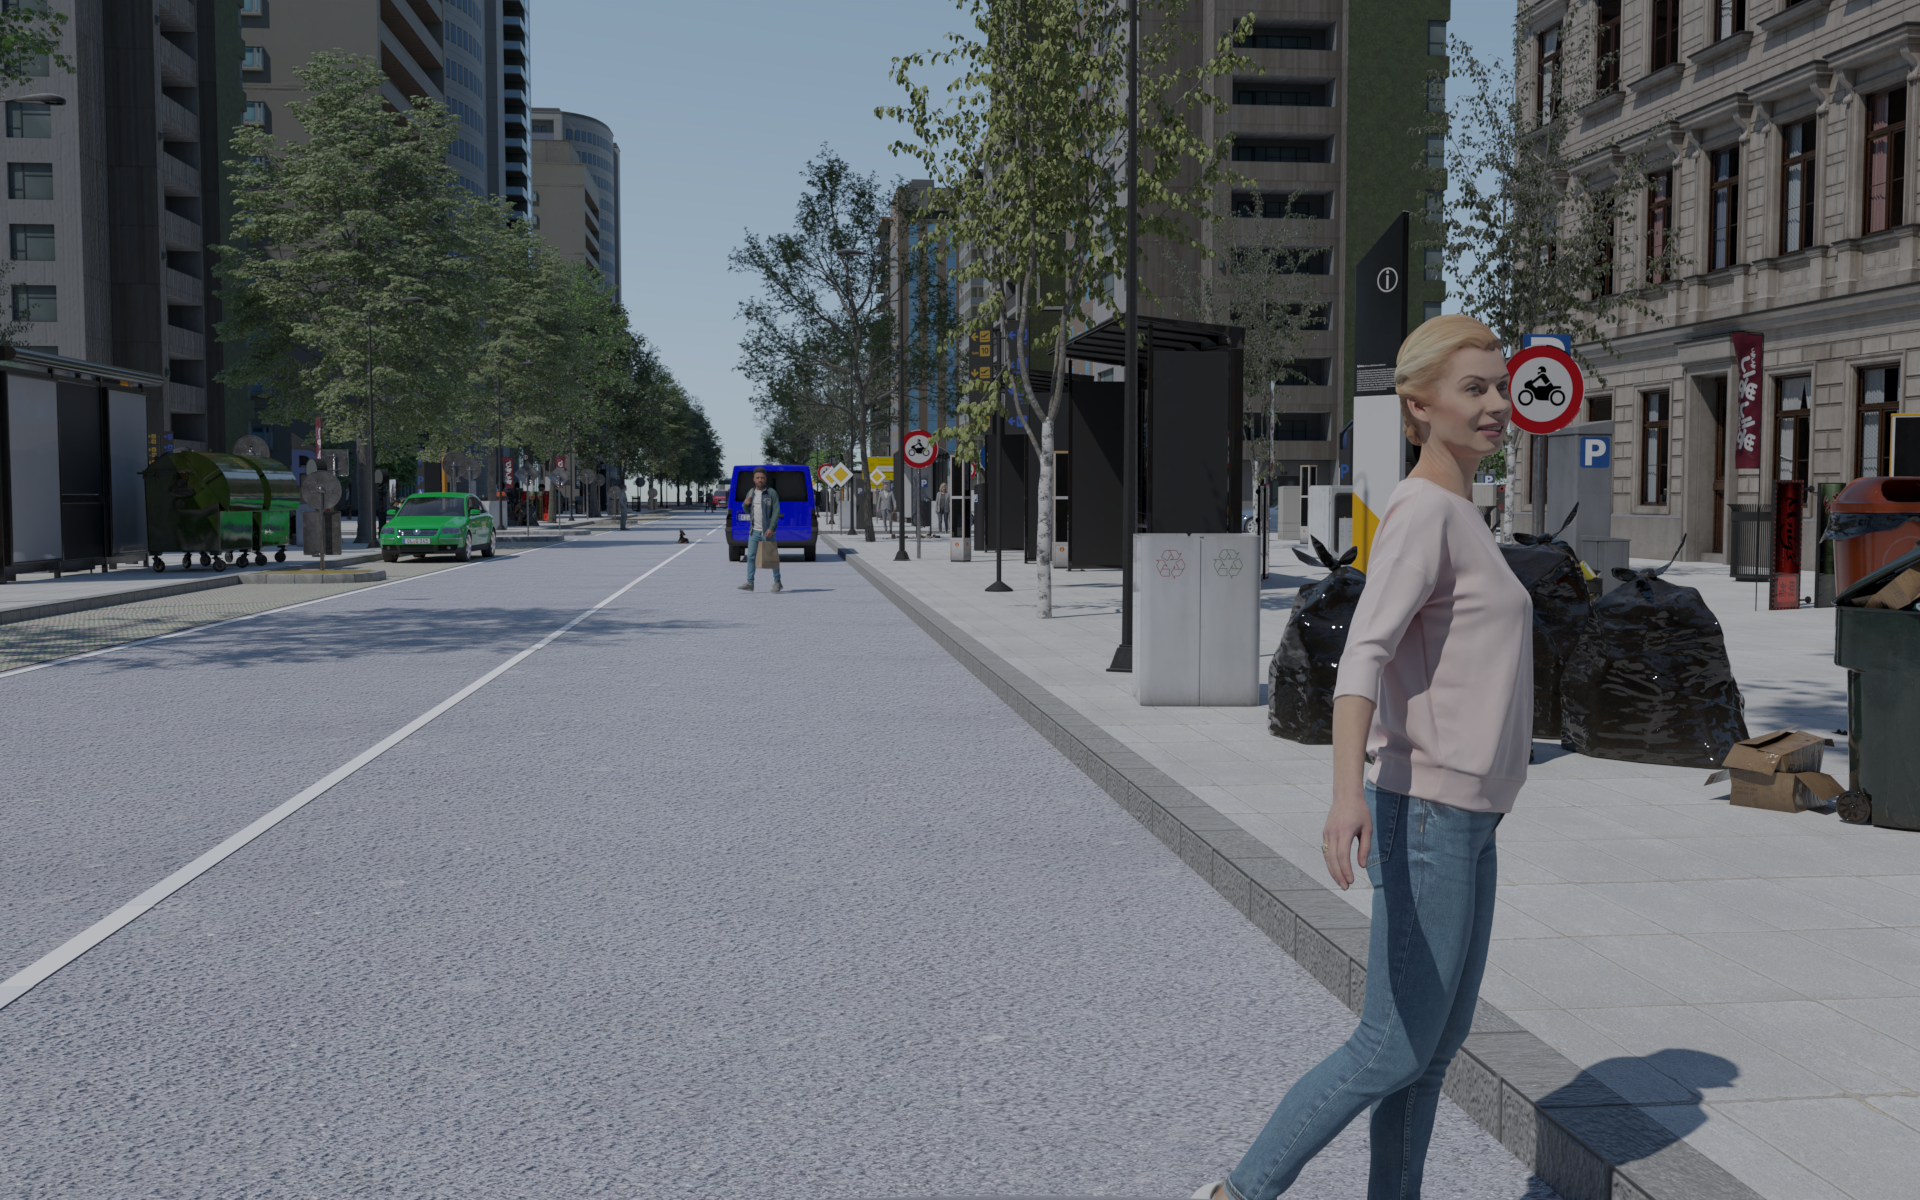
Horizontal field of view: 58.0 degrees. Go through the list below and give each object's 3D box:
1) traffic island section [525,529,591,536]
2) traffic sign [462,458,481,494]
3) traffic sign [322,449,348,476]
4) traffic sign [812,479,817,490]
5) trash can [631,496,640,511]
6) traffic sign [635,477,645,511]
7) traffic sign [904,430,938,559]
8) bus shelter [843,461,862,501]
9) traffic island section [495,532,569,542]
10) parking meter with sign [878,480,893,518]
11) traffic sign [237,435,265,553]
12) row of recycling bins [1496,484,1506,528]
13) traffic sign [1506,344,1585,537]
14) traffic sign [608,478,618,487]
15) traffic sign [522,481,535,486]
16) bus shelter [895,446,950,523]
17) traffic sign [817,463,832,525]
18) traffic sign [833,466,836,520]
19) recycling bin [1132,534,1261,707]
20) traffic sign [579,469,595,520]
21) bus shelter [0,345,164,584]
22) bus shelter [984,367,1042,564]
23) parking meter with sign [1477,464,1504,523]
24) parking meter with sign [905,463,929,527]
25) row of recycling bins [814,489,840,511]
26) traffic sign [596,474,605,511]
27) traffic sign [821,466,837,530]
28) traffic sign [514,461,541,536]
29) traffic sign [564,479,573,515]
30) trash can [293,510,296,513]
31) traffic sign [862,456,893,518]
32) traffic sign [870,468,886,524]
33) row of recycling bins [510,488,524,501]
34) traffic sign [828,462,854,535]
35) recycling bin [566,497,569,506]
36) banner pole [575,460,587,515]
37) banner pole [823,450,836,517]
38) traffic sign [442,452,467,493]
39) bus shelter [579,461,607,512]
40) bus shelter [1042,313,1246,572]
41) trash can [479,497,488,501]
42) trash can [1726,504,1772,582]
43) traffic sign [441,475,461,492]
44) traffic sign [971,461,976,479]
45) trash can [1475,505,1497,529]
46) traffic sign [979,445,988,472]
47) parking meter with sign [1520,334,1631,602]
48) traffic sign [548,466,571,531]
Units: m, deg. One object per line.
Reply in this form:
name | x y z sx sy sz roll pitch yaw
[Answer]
traffic island section | -14.091 -2.361 60.883 2.009 0.180 2.903 0 4 -6
traffic sign | -17.313 -3.738 61.215 0.768 2.556 0.104 0 4 0
traffic sign | -14.308 -2.296 39.670 0.606 2.300 0.079 0 4 2
traffic sign | -9.649 -6.908 114.129 0.795 2.450 0.064 0 4 3
trash can | -24.367 -7.252 130.228 0.748 1.137 0.748 0 3 0
traffic sign | -23.872 -7.903 129.314 0.768 2.556 0.104 0 4 -3
traffic sign | -0.816 -2.094 34.336 0.768 2.556 0.104 0 4 -5
bus shelter | -6.513 -7.081 109.697 2.014 3.302 5.546 0 4 -6
traffic island section | -13.220 -1.876 52.945 2.009 0.180 2.903 0 4 -6
parking meter with sign | -3.746 -5.836 91.674 0.543 3.016 1.738 -3 4 -38
traffic sign | -15.366 -2.292 37.576 0.768 2.556 0.104 0 4 -4
row of recycling bins | 20.631 -3.631 66.473 1.069 1.692 3.534 -3 5 -39
traffic sign | 4.941 -0.900 14.827 0.768 2.556 0.104 0 4 -6
traffic sign | -27.064 -8.257 135.104 0.768 2.556 0.104 0 4 1
traffic sign | -21.604 -5.176 86.762 0.606 2.300 0.079 0 4 -4
bus shelter | -1.541 -4.871 73.569 2.014 3.302 5.546 0 4 -6
traffic sign | -5.552 -4.411 72.220 0.768 2.556 0.104 0 4 3
traffic sign | -5.684 -4.732 77.476 0.768 2.556 0.104 0 4 1
recycling bin | 1.460 0.109 10.772 0.722 1.027 0.722 0 4 1
traffic sign | -18.629 -5.287 86.542 0.768 2.556 0.104 0 4 -5
bus shelter | -14.509 -2.946 25.796 2.179 5.291 8.768 0 4 -6
bus shelter | 1.361 -2.666 34.872 1.731 3.624 6.357 0 4 -6
parking meter with sign | 16.306 -3.517 53.767 0.543 3.016 1.738 0 4 3
parking meter with sign | -1.582 -4.437 68.812 0.543 3.016 1.738 -2 4 -25
row of recycling bins | -10.775 -7.647 132.135 3.534 1.692 1.069 -1 4 -10
traffic sign | -22.793 -6.683 109.372 0.768 2.556 0.104 0 4 -4
traffic sign | -4.578 -3.560 61.840 0.795 2.450 0.064 0 4 -6
traffic sign | -13.197 -3.012 52.886 0.795 2.450 0.064 0 4 -6
traffic sign | -24.515 -6.587 107.697 0.884 2.594 0.081 0 4 -2
trash can | -19.163 -2.297 49.208 0.748 1.137 0.748 0 3 0
traffic sign | -4.178 -6.091 93.454 2.265 3.308 0.079 0 4 2
traffic sign | -3.615 -4.539 75.404 0.795 2.450 0.064 0 4 -3
row of recycling bins | -29.613 -6.642 115.705 3.534 1.692 1.069 3 5 42
traffic sign | -3.708 -3.074 53.903 0.795 2.450 0.064 0 4 -6
recycling bin | -30.282 -7.328 132.374 0.722 1.027 0.722 -1 4 -23
banner pole | -23.423 -7.146 106.850 0.401 3.779 0.863 3 5 43
banner pole | -7.329 -6.595 97.844 0.863 3.779 0.401 -3 4 -37
traffic sign | -15.324 -3.206 52.530 0.768 2.556 0.104 0 4 1
bus shelter | -26.467 -8.230 125.839 1.731 3.624 6.357 0 4 -6
bus shelter | 2.614 -2.103 25.662 1.731 3.624 6.357 0 4 -6
trash can | -21.388 -4.105 78.771 0.748 1.137 0.748 0 3 0
trash can | 11.618 -0.839 25.367 0.748 1.137 0.748 0 3 0
traffic sign | -22.551 -4.693 76.727 0.884 2.594 0.081 0 4 1
traffic sign | 0.223 -3.850 63.046 0.768 2.556 0.104 0 4 2
trash can | 6.256 -0.600 21.465 0.748 1.137 0.748 0 3 0
traffic sign | 0.838 -2.571 42.141 0.768 2.556 0.104 0 3 0
parking meter with sign | 6.476 -1.339 18.156 0.543 3.016 1.738 0 4 -6
traffic sign | -14.068 -3.497 60.824 0.795 2.450 0.064 0 4 -6
